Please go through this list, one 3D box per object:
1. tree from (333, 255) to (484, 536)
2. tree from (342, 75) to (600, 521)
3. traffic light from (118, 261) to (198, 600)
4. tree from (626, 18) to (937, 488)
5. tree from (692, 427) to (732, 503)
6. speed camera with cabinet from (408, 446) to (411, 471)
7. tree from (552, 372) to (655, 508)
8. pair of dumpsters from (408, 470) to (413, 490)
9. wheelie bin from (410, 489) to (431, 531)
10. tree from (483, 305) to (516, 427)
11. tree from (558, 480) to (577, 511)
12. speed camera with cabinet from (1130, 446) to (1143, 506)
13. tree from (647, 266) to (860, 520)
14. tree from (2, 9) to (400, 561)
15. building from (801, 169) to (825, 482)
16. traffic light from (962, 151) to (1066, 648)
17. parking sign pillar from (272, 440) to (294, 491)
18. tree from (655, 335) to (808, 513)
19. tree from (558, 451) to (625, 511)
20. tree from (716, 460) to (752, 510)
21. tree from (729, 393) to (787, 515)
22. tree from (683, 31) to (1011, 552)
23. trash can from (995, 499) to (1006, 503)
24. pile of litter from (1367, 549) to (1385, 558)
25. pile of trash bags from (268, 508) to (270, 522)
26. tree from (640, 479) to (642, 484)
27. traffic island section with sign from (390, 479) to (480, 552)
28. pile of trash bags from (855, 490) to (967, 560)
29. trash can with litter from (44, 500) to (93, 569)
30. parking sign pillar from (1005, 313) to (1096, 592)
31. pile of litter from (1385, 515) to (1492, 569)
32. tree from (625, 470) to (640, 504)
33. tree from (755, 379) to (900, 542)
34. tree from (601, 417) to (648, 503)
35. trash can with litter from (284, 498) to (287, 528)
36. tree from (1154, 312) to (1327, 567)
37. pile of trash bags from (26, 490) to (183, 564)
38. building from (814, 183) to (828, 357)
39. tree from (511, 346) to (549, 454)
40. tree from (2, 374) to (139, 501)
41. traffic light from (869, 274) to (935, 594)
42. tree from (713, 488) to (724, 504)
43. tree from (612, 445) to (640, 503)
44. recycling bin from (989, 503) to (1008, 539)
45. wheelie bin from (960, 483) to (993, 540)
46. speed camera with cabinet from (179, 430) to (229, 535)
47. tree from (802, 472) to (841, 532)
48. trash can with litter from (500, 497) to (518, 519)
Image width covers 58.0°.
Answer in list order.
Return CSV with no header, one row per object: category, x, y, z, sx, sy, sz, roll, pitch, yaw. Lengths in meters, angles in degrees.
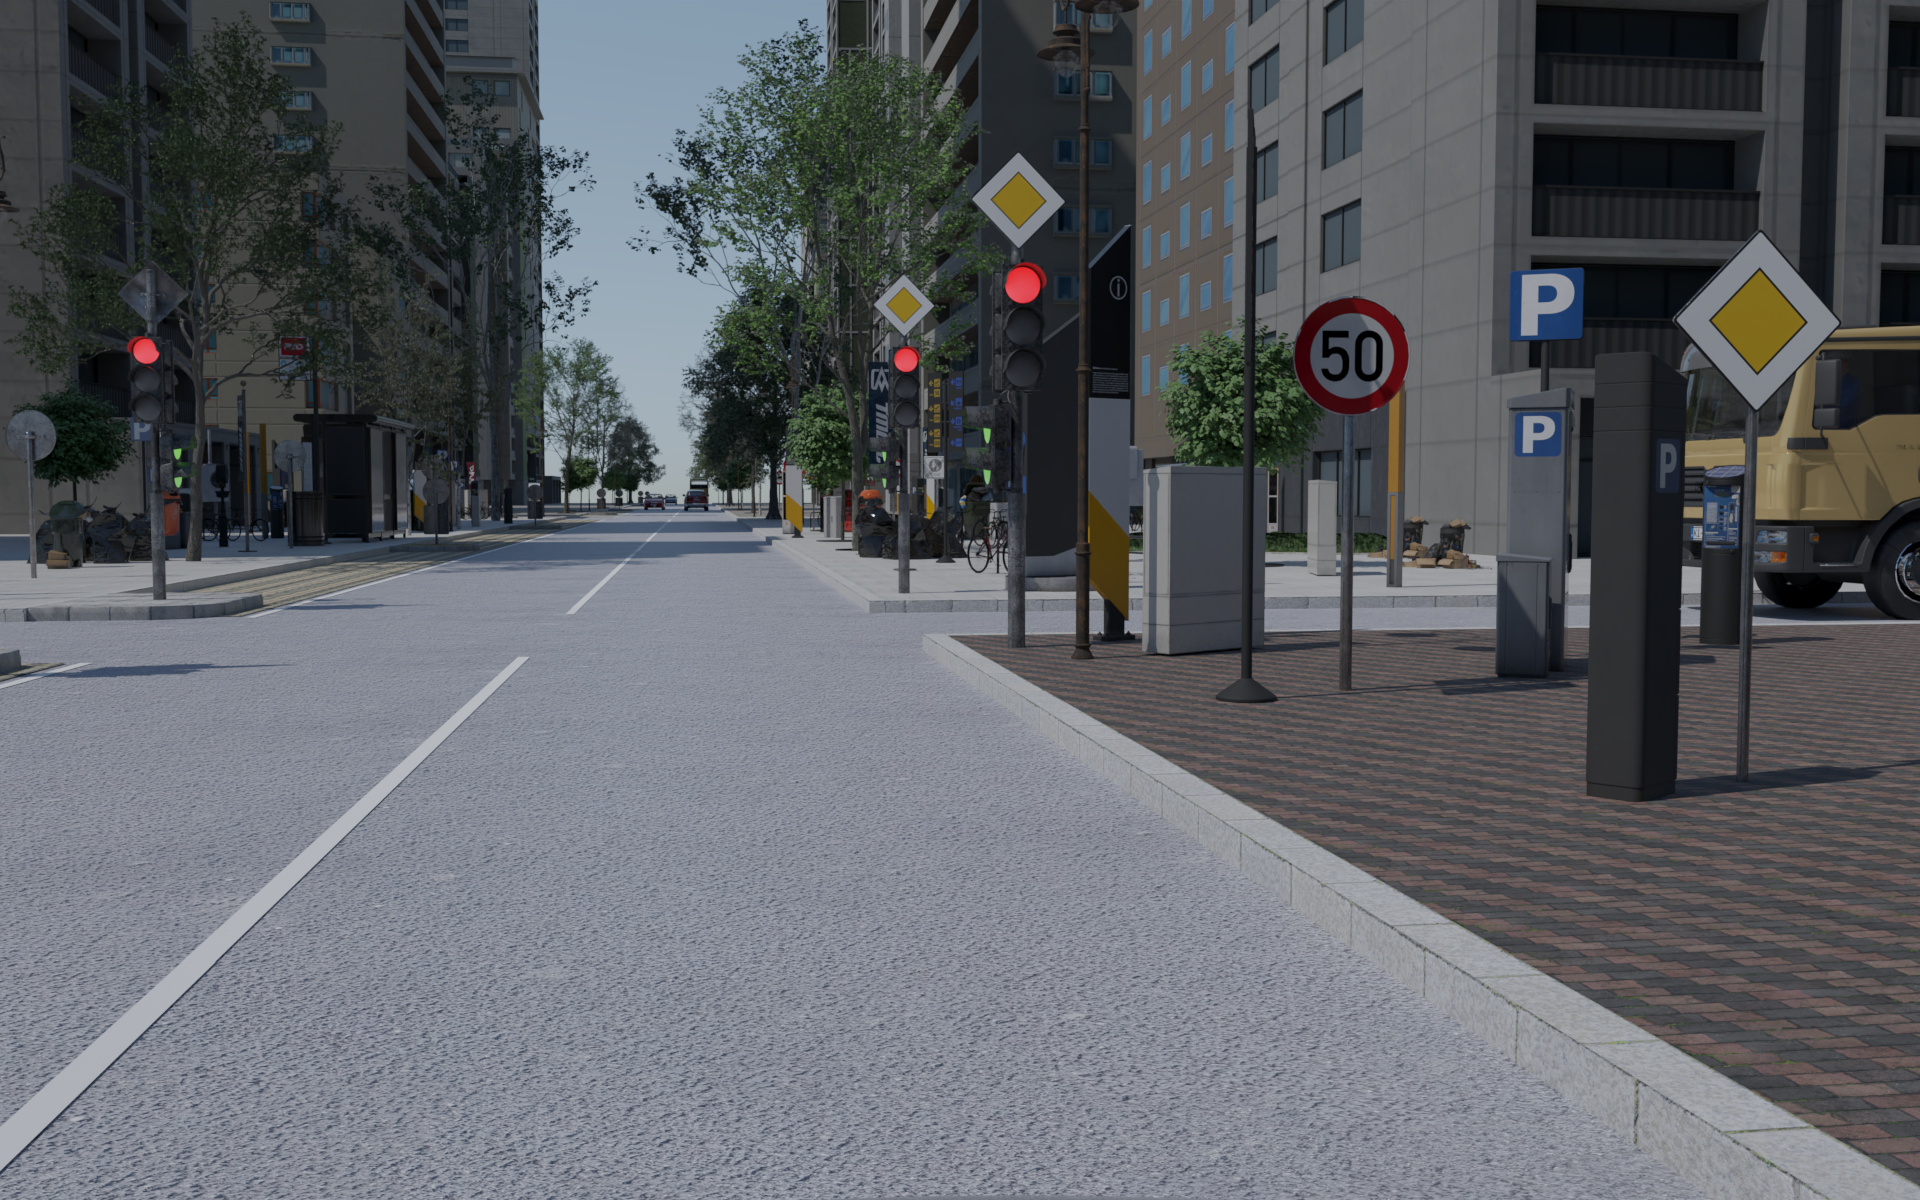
tree,-17.006,-6.284,53.113,4.360,8.622,3.978,0,3,0
tree,-23.046,-13.784,81.263,12.611,20.169,13.585,0,3,0
traffic light,-9.698,-1.957,20.911,0.839,4.253,0.868,-1,4,-9
tree,-7.417,-13.205,71.793,12.611,20.169,13.585,0,3,0
tree,-26.764,-17.142,198.391,7.486,12.596,7.792,0,3,0
speed camera with cabinet,-23.032,-4.780,72.492,0.660,3.252,2.038,0,4,-4
tree,-34.250,-15.580,165.103,12.009,13.543,11.850,0,3,0
pair of dumpsters,-21.879,-3.938,66.880,1.574,2.255,4.437,-1,4,-8
wheelie bin,-18.944,-3.227,60.666,0.980,1.594,0.693,3,5,42
tree,-18.198,-6.870,62.683,4.360,8.622,3.978,0,3,0
tree,-29.987,-8.422,132.300,1.663,3.219,1.824,0,3,0
speed camera with cabinet,3.774,-2.411,33.753,2.038,3.252,0.660,-1,4,-20
tree,-9.371,-10.411,87.231,9.611,12.733,9.660,0,3,0
tree,-14.304,-6.020,32.844,7.601,10.594,8.767,-1,4,-20
building,-8.188,-40.047,244.013,28.713,52.752,27.495,-1,4,-9
traffic light,0.454,-1.557,14.382,0.839,4.253,0.868,-1,4,-9
parking sign pillar,-33.762,-5.989,86.393,1.447,3.967,1.447,1,4,8
tree,-13.860,-12.547,115.515,12.009,13.543,11.850,0,3,0
tree,-28.111,-8.829,128.062,4.285,4.588,4.351,0,3,0
tree,-18.222,-9.783,143.663,4.285,4.588,4.351,0,3,0
tree,-11.924,-9.397,104.000,4.360,8.622,3.978,0,3,0
tree,-2.318,-6.923,38.951,9.928,11.665,9.643,0,3,0
trash can,1.419,-2.527,52.970,0.748,1.137,0.748,0,3,0
pile of litter,8.946,-1.262,34.606,1.176,0.858,1.719,-2,4,-29
pile of trash bags,-31.850,-4.248,79.204,3.447,1.369,1.912,-2,4,-24
tree,-43.976,-15.115,230.849,4.285,4.588,4.351,0,3,0
traffic island section with sign,-13.151,-2.132,43.478,1.989,1.847,2.006,-1,4,-9
pile of trash bags,-1.283,-1.574,35.485,1.912,1.369,3.447,-2,4,-27
trash can with litter,-15.459,-1.138,30.000,0.624,1.170,1.055,-1,4,-15
parking sign pillar,1.330,-2.130,23.297,1.447,3.967,1.447,-2,4,-31
pile of litter,8.427,-0.986,30.082,1.176,0.858,1.719,-1,4,-21
tree,-39.134,-12.956,195.549,4.285,4.588,4.351,0,3,0
tree,-3.153,-3.853,46.716,4.285,4.588,4.351,0,3,0
tree,-47.810,-20.450,251.367,9.611,12.733,9.660,0,3,0
trash can with litter,-25.801,-3.346,66.096,1.055,1.170,0.624,0,4,3
tree,5.008,-2.877,30.759,4.285,4.588,4.351,0,3,0
pile of trash bags,-16.124,-1.441,33.308,1.912,1.369,3.447,1,4,8
building,-11.797,-32.981,222.833,14.154,41.232,14.086,-1,4,-9
tree,-25.667,-11.471,113.298,9.928,11.665,9.643,0,3,0
tree,-24.447,-3.906,47.571,4.285,4.588,4.351,0,3,0
traffic light,-0.741,-2.040,22.278,0.839,4.253,0.868,-1,4,-9
tree,-29.972,-16.483,219.867,4.737,8.622,4.395,0,3,0
tree,-46.503,-17.806,241.486,4.360,8.622,3.978,0,3,0
recycling bin,1.165,-2.286,49.936,0.722,1.027,0.722,-2,4,-30
wheelie bin,0.497,-2.493,48.675,0.980,1.594,0.693,-2,4,-29
speed camera with cabinet,-23.305,-3.564,52.612,0.660,3.252,2.038,3,4,36
tree,-4.799,-3.973,59.552,1.663,3.219,1.824,0,3,0
trash can with litter,-24.218,-4.902,91.208,2.233,1.210,1.678,-1,4,-11
